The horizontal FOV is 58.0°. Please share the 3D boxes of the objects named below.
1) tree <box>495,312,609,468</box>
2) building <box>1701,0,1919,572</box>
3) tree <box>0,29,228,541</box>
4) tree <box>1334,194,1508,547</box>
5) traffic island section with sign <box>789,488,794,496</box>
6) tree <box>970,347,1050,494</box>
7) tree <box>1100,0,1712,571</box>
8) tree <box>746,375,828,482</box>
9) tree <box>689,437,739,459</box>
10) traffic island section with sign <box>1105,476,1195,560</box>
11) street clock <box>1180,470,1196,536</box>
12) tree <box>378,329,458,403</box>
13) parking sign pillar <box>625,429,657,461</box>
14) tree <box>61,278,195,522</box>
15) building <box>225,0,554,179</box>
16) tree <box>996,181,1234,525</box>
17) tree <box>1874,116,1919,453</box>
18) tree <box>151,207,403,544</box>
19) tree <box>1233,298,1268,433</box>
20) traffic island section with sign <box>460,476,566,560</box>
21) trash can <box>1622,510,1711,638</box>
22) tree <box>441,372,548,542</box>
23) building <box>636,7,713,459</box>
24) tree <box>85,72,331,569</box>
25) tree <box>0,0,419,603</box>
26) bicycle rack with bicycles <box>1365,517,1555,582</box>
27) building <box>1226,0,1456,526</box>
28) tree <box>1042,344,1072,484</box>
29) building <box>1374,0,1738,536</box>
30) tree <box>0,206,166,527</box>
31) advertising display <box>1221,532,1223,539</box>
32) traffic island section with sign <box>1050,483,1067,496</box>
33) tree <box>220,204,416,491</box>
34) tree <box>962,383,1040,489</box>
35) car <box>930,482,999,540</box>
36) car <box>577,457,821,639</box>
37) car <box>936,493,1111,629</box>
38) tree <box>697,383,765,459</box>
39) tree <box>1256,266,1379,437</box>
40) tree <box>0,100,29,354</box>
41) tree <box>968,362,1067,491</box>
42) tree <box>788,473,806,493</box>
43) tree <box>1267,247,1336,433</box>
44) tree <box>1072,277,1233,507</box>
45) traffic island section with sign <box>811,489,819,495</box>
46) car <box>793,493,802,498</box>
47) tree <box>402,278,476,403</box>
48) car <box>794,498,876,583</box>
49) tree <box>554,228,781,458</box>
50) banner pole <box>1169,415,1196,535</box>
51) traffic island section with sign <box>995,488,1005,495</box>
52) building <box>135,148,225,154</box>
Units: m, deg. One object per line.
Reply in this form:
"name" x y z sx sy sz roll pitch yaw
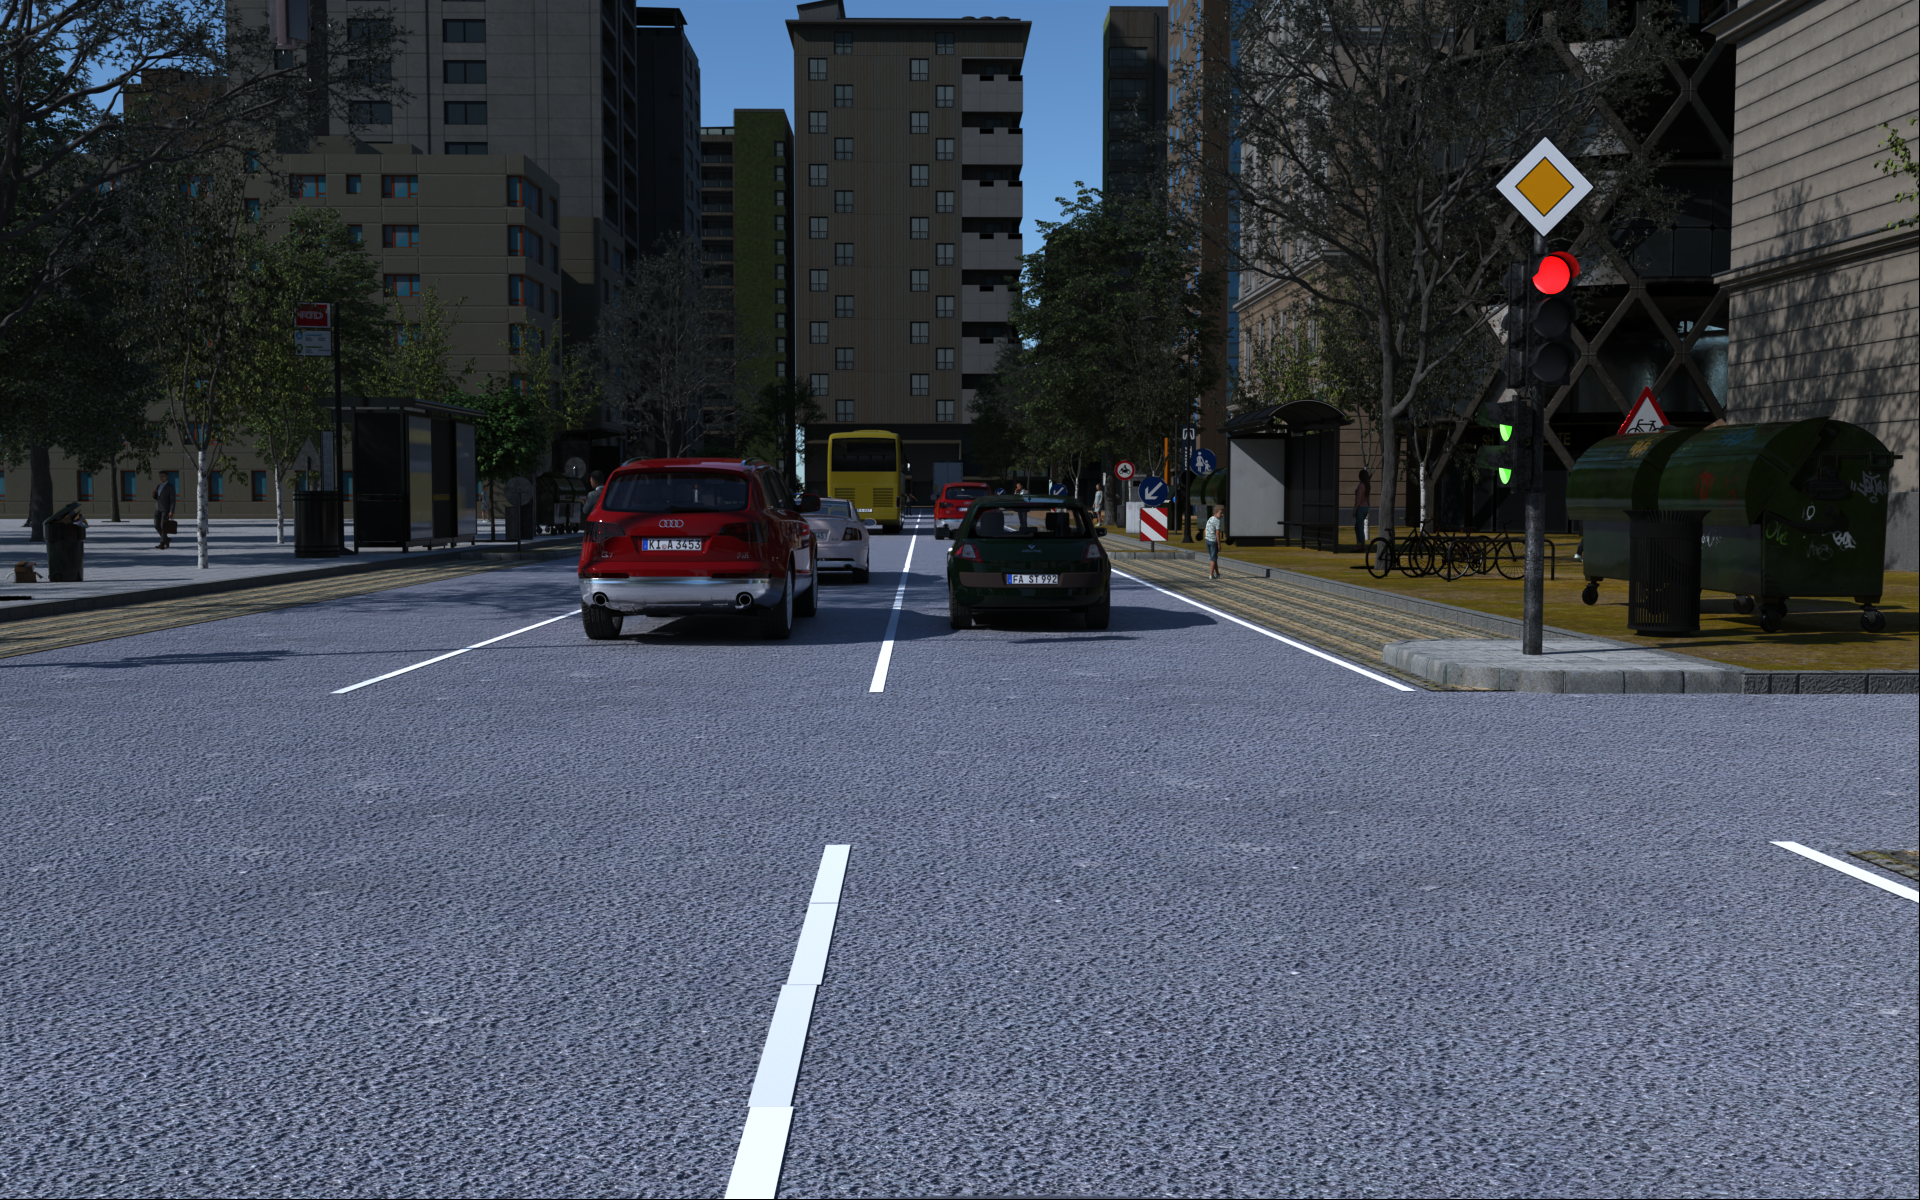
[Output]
"tree" -16.866 -7.379 71.016 4.737 8.622 4.395 0 3 0
"building" 26.846 -14.751 28.563 23.554 28.519 14.401 0 4 -1
"tree" -24.885 -8.561 46.625 9.857 13.997 8.962 0 3 0
"tree" 11.284 -5.592 41.786 4.360 8.622 3.978 0 3 0
"traffic island section with sign" -11.362 -6.526 115.333 1.989 1.847 2.006 0 4 -1
"tree" 4.621 -13.142 132.992 7.486 12.596 7.792 0 3 0
"tree" 7.383 -7.257 29.019 12.009 13.543 11.850 0 3 0
"tree" -15.271 -13.782 151.090 9.928 11.665 9.643 0 3 0
"tree" -14.225 -7.118 100.093 4.285 4.588 4.351 0 3 0
"traffic island section with sign" 4.103 -1.832 38.588 1.989 1.847 2.006 0 4 -1
"street clock" 6.842 -2.902 52.020 0.471 2.002 0.358 0 4 -1
"tree" -24.378 -7.715 76.508 4.360 8.622 3.978 0 3 0
"parking sign pillar" -13.267 -5.124 72.256 1.447 3.967 1.447 1 4 8
"tree" -38.637 -9.349 78.607 9.928 11.665 9.643 0 3 0
"building" -46.900 -43.210 144.733 20.611 71.187 20.563 0 4 -1
"tree" 6.366 -10.082 71.489 9.857 13.997 8.962 0 3 0
"tree" 12.249 -4.178 18.665 4.737 8.622 4.395 0 3 0
"tree" -17.598 -5.749 44.364 4.737 8.622 4.395 0 3 0
"tree" 11.236 -6.924 63.572 4.360 8.622 3.978 0 3 0
"traffic island section with sign" -9.800 -1.810 38.221 1.989 1.847 2.006 0 4 -1
"trash can" 6.376 -0.245 15.665 0.748 1.137 0.748 0 3 0
"tree" -12.652 -3.861 46.842 4.285 4.588 4.351 0 3 0
"building" -29.615 -28.462 148.953 14.086 41.232 14.154 0 4 -1
"tree" -13.068 -4.860 29.825 4.360 8.622 3.978 0 3 0
"tree" -11.874 -6.741 20.580 12.009 13.543 11.850 0 3 0
"bicycle rack with bicycles" 7.524 -0.795 26.387 2.925 0.926 2.852 -1 4 -15
"building" 20.567 -17.895 78.479 13.634 28.700 20.117 0 4 -1
"tree" 5.534 -7.974 80.732 4.360 8.622 3.978 0 3 0
"building" 22.979 -11.766 59.820 16.820 18.784 16.811 0 4 -1
"tree" -36.125 -9.214 67.656 9.611 12.733 9.660 0 3 0
"advertising display" 7.720 -2.687 49.152 0.123 1.923 0.974 -2 4 -29
"traffic island section with sign" 3.560 -3.481 65.538 1.989 1.847 2.006 0 4 -1
"tree" -25.225 -9.167 68.010 7.486 12.596 7.792 0 3 0
"tree" 4.068 -14.347 160.335 9.928 11.665 9.643 0 3 0
"car" 0.182 -2.888 55.887 2.281 1.827 5.304 0 4 -1
"car" -2.686 -0.609 18.635 2.281 1.827 5.304 0 4 0
"car" 0.724 -0.611 19.783 2.009 1.686 4.222 0 4 0
"tree" -14.283 -9.753 109.817 4.360 8.622 3.978 0 3 0
"tree" 11.811 -6.453 55.873 4.737 8.622 4.395 0 3 0
"tree" -20.819 -6.916 31.201 7.486 12.596 7.792 0 3 0
"tree" 4.757 -11.507 122.552 8.767 10.594 7.601 0 4 0
"tree" -15.073 -10.048 158.893 1.663 3.219 1.824 0 3 0
"tree" 11.459 -5.964 47.874 4.360 8.622 3.978 0 3 0
"tree" 6.505 -6.588 58.068 4.360 8.622 3.978 0 3 0
"traffic island section with sign" -11.921 -8.218 142.993 1.989 1.847 2.006 0 4 -1
"car" -11.798 -7.024 124.430 1.945 1.707 3.694 0 4 -2
"tree" -18.640 -6.676 59.520 4.737 8.622 4.395 0 3 0
"car" -2.453 -1.030 29.209 2.083 1.381 4.827 0 4 -3
"tree" -13.230 -10.343 79.473 12.009 13.543 11.850 0 3 0
"banner pole" 7.049 -3.952 54.631 0.863 3.779 0.401 1 4 20
"traffic island section with sign" 2.555 -6.560 115.887 1.989 1.847 2.006 0 4 -1
"building" -64.316 -23.053 148.617 14.107 30.474 14.160 0 4 -1
